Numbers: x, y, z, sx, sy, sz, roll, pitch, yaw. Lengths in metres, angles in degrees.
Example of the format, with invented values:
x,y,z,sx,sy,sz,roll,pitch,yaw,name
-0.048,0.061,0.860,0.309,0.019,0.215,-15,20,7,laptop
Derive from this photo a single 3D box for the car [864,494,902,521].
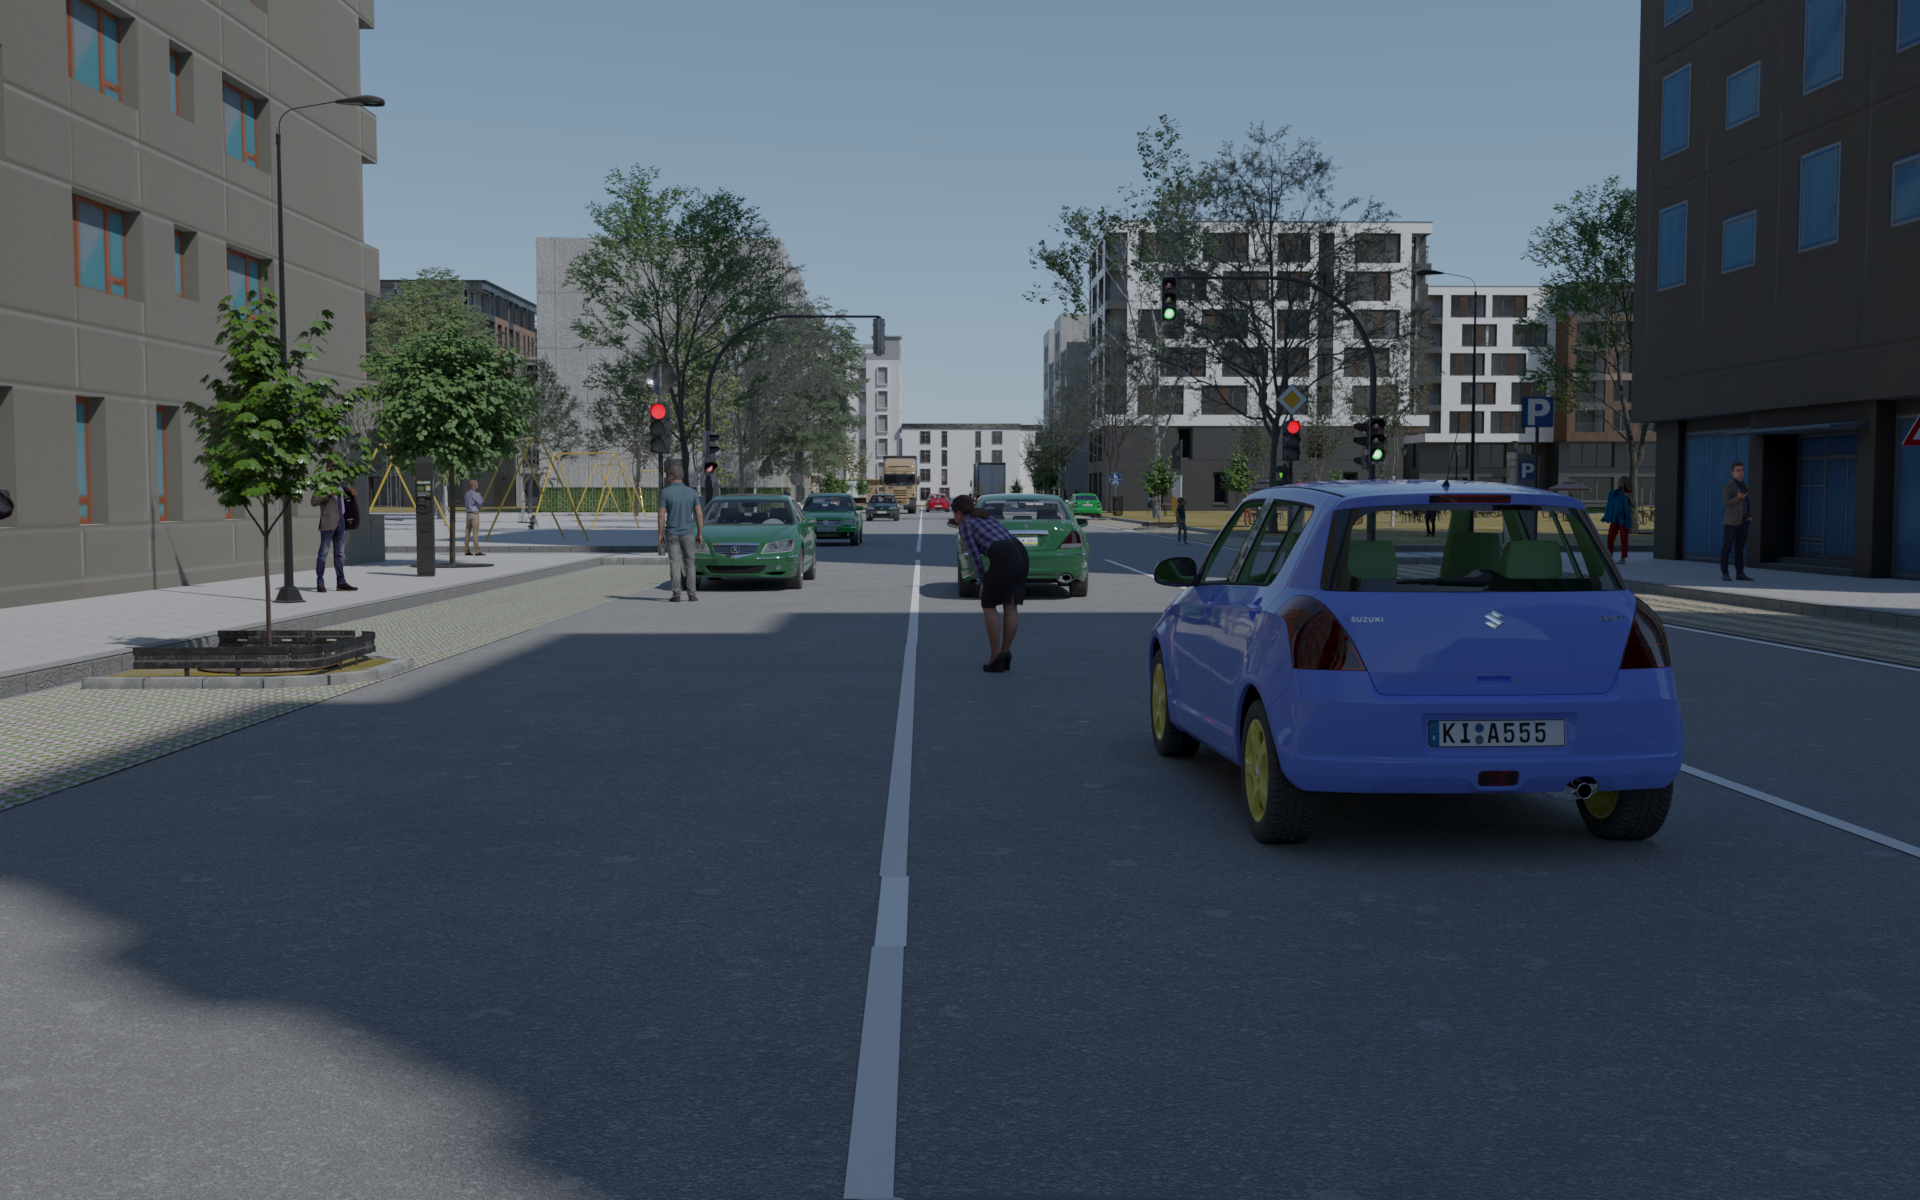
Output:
x,y,z,sx,sy,sz,roll,pitch,yaw,name
-4.113,-5.063,92.569,2.009,1.686,4.222,0,4,0,car

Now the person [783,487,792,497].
x,y,z,sx,sy,sz,roll,pitch,yaw,name
-11.825,-6.885,119.055,0.568,1.767,0.683,1,4,14,person

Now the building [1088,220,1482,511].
x,y,z,sx,sy,sz,roll,pitch,yaw,name
24.525,-18.480,146.125,27.936,21.610,32.646,0,4,-1,building

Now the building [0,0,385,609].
x,y,z,sx,sy,sz,roll,pitch,yaw,name
-25.155,-10.604,18.410,28.899,21.520,27.650,0,4,-1,building

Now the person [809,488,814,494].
x,y,z,sx,sy,sz,roll,pitch,yaw,name
-11.202,-7.522,129.473,0.568,1.767,0.683,-1,4,-15,person

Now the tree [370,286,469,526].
x,y,z,sx,sy,sz,roll,pitch,yaw,name
-18.713,-6.756,60.829,4.737,8.622,4.395,0,3,0,tree

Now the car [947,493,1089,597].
x,y,z,sx,sy,sz,roll,pitch,yaw,name
0.870,-0.840,25.537,2.131,1.459,4.920,0,4,0,car

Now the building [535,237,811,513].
x,y,z,sx,sy,sz,roll,pitch,yaw,name
-21.106,-16.451,135.425,16.747,18.905,31.486,0,4,-1,building

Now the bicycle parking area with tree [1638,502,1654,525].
x,y,z,sx,sy,sz,roll,pitch,yaw,name
32.878,-5.147,71.163,9.016,4.147,8.231,-2,4,-25,bicycle parking area with tree

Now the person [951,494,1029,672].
x,y,z,sx,sy,sz,roll,pitch,yaw,name
0.223,-0.138,13.996,0.697,1.427,0.421,3,4,36,person

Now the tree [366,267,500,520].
x,y,z,sx,sy,sz,roll,pitch,yaw,name
-26.537,-10.324,86.917,7.486,12.596,7.792,0,3,0,tree

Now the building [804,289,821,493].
x,y,z,sx,sy,sz,roll,pitch,yaw,name
-20.751,-18.398,157.224,16.016,20.091,11.380,0,4,-1,building

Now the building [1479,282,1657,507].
x,y,z,sx,sy,sz,roll,pitch,yaw,name
61.795,-20.603,180.835,32.646,21.610,27.936,0,4,-1,building

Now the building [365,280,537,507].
x,y,z,sx,sy,sz,roll,pitch,yaw,name
-61.690,-20.483,178.869,32.646,21.610,27.936,0,4,-1,building

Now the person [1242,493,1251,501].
x,y,z,sx,sy,sz,roll,pitch,yaw,name
12.111,-3.847,72.855,0.435,1.345,0.340,-3,4,-38,person

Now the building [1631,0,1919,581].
x,y,z,sx,sy,sz,roll,pitch,yaw,name
20.485,-23.023,26.531,14.600,45.320,14.200,0,4,-1,building

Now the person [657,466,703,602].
x,y,z,sx,sy,sz,roll,pitch,yaw,name
-3.729,-0.884,23.079,0.598,1.807,0.434,-1,4,-11,person

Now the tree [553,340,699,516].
x,y,z,sx,sy,sz,roll,pitch,yaw,name
-18.462,-10.141,100.212,7.601,10.594,8.767,0,4,1,tree

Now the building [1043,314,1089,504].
x,y,z,sx,sy,sz,roll,pitch,yaw,name
18.032,-19.079,178.395,16.747,18.905,31.486,0,4,-1,building

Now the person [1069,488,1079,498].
x,y,z,sx,sy,sz,roll,pitch,yaw,name
9.448,-8.235,141.200,1.217,1.766,0.721,-1,4,-16,person

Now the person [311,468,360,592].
x,y,z,sx,sy,sz,roll,pitch,yaw,name
-8.170,-0.968,22.695,0.431,1.722,0.655,2,4,28,person

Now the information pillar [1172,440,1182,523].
x,y,z,sx,sy,sz,roll,pitch,yaw,name
9.453,-5.141,75.404,0.504,3.616,0.183,3,5,41,information pillar

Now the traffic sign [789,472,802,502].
x,y,z,sx,sy,sz,roll,pitch,yaw,name
-9.647,-6.218,101.770,0.768,2.556,0.104,0,4,3,traffic sign

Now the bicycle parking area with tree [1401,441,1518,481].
x,y,z,sx,sy,sz,roll,pitch,yaw,name
29.188,-6.663,95.944,9.016,4.147,8.231,0,4,-6,bicycle parking area with tree

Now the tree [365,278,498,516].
x,y,z,sx,sy,sz,roll,pitch,yaw,name
-31.068,-11.901,101.238,9.857,13.997,8.962,0,3,0,tree

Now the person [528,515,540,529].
x,y,z,sx,sy,sz,roll,pitch,yaw,name
-15.394,-2.818,62.593,0.357,0.543,0.381,1,4,21,person

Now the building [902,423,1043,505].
x,y,z,sx,sy,sz,roll,pitch,yaw,name
7.034,-16.392,210.157,28.070,9.664,9.099,0,4,-1,building

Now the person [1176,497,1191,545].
x,y,z,sx,sy,sz,roll,pitch,yaw,name
6.343,-2.250,49.190,0.340,1.345,0.435,2,4,26,person

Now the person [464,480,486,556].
x,y,z,sx,sy,sz,roll,pitch,yaw,name
-10.126,-1.710,36.068,0.516,1.574,0.319,3,5,41,person

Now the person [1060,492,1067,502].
x,y,z,sx,sy,sz,roll,pitch,yaw,name
8.882,-8.661,148.202,0.990,1.755,0.434,-3,5,-45,person

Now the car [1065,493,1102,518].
x,y,z,sx,sy,sz,roll,pitch,yaw,name
7.089,-5.558,99.667,1.959,1.807,4.718,0,4,-2,car

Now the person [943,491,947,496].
x,y,z,sx,sy,sz,roll,pitch,yaw,name
-1.468,-9.290,161.305,0.541,1.710,0.530,0,4,1,person

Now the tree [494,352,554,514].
x,y,z,sx,sy,sz,roll,pitch,yaw,name
-27.837,-10.928,113.086,7.601,10.594,8.767,0,4,-5,tree

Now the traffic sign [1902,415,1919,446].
x,y,z,sx,sy,sz,roll,pitch,yaw,name
10.766,-1.164,19.039,0.884,2.594,0.081,0,3,0,traffic sign

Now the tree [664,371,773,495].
x,y,z,sx,sy,sz,roll,pitch,yaw,name
-13.057,-8.707,92.719,4.360,8.622,3.978,0,3,0,tree

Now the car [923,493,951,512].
x,y,z,sx,sy,sz,roll,pitch,yaw,name
-1.781,-7.782,136.270,2.155,1.783,4.494,0,4,-3,car

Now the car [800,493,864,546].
x,y,z,sx,sy,sz,roll,pitch,yaw,name
-3.703,-2.477,49.298,1.959,1.807,4.718,0,4,-1,car

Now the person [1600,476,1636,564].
x,y,z,sx,sy,sz,roll,pitch,yaw,name
12.049,-1.465,31.701,0.444,1.614,0.593,-1,4,-11,person

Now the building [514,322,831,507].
x,y,z,sx,sy,sz,roll,pitch,yaw,name
-29.747,-19.485,185.030,31.486,18.905,16.747,0,4,-1,building

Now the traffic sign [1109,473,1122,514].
x,y,z,sx,sy,sz,roll,pitch,yaw,name
9.267,-6.307,103.231,0.768,2.556,0.104,0,4,2,traffic sign

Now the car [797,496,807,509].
x,y,z,sx,sy,sz,roll,pitch,yaw,name
-7.219,-4.619,87.884,2.083,1.381,4.827,0,4,-1,car

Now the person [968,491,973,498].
x,y,z,sx,sy,sz,roll,pitch,yaw,name
1.169,-11.119,191.119,1.217,1.723,0.721,0,4,1,person

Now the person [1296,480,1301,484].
x,y,z,sx,sy,sz,roll,pitch,yaw,name
12.627,-3.568,64.512,0.598,1.807,0.434,-2,4,-28,person

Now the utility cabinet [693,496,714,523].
x,y,z,sx,sy,sz,roll,pitch,yaw,name
-8.647,-2.955,59.482,1.020,1.237,0.306,0,4,-2,utility cabinet

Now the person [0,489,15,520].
x,y,z,sx,sy,sz,roll,pitch,yaw,name
-9.098,-0.490,15.931,0.662,1.594,0.647,1,4,19,person

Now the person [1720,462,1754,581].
x,y,z,sx,sy,sz,roll,pitch,yaw,name
11.535,-1.157,25.492,0.617,1.759,0.750,-1,4,-12,person

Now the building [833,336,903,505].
x,y,z,sx,sy,sz,roll,pitch,yaw,name
-12.765,-21.815,213.098,11.380,20.091,16.016,0,4,-1,building

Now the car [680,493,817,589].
x,y,z,sx,sy,sz,roll,pitch,yaw,name
-3.307,-0.965,27.581,2.131,1.459,4.920,0,4,-1,car

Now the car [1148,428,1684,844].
x,y,z,sx,sy,sz,roll,pitch,yaw,name
1.968,0.071,8.429,1.945,1.707,3.694,0,4,-3,car
